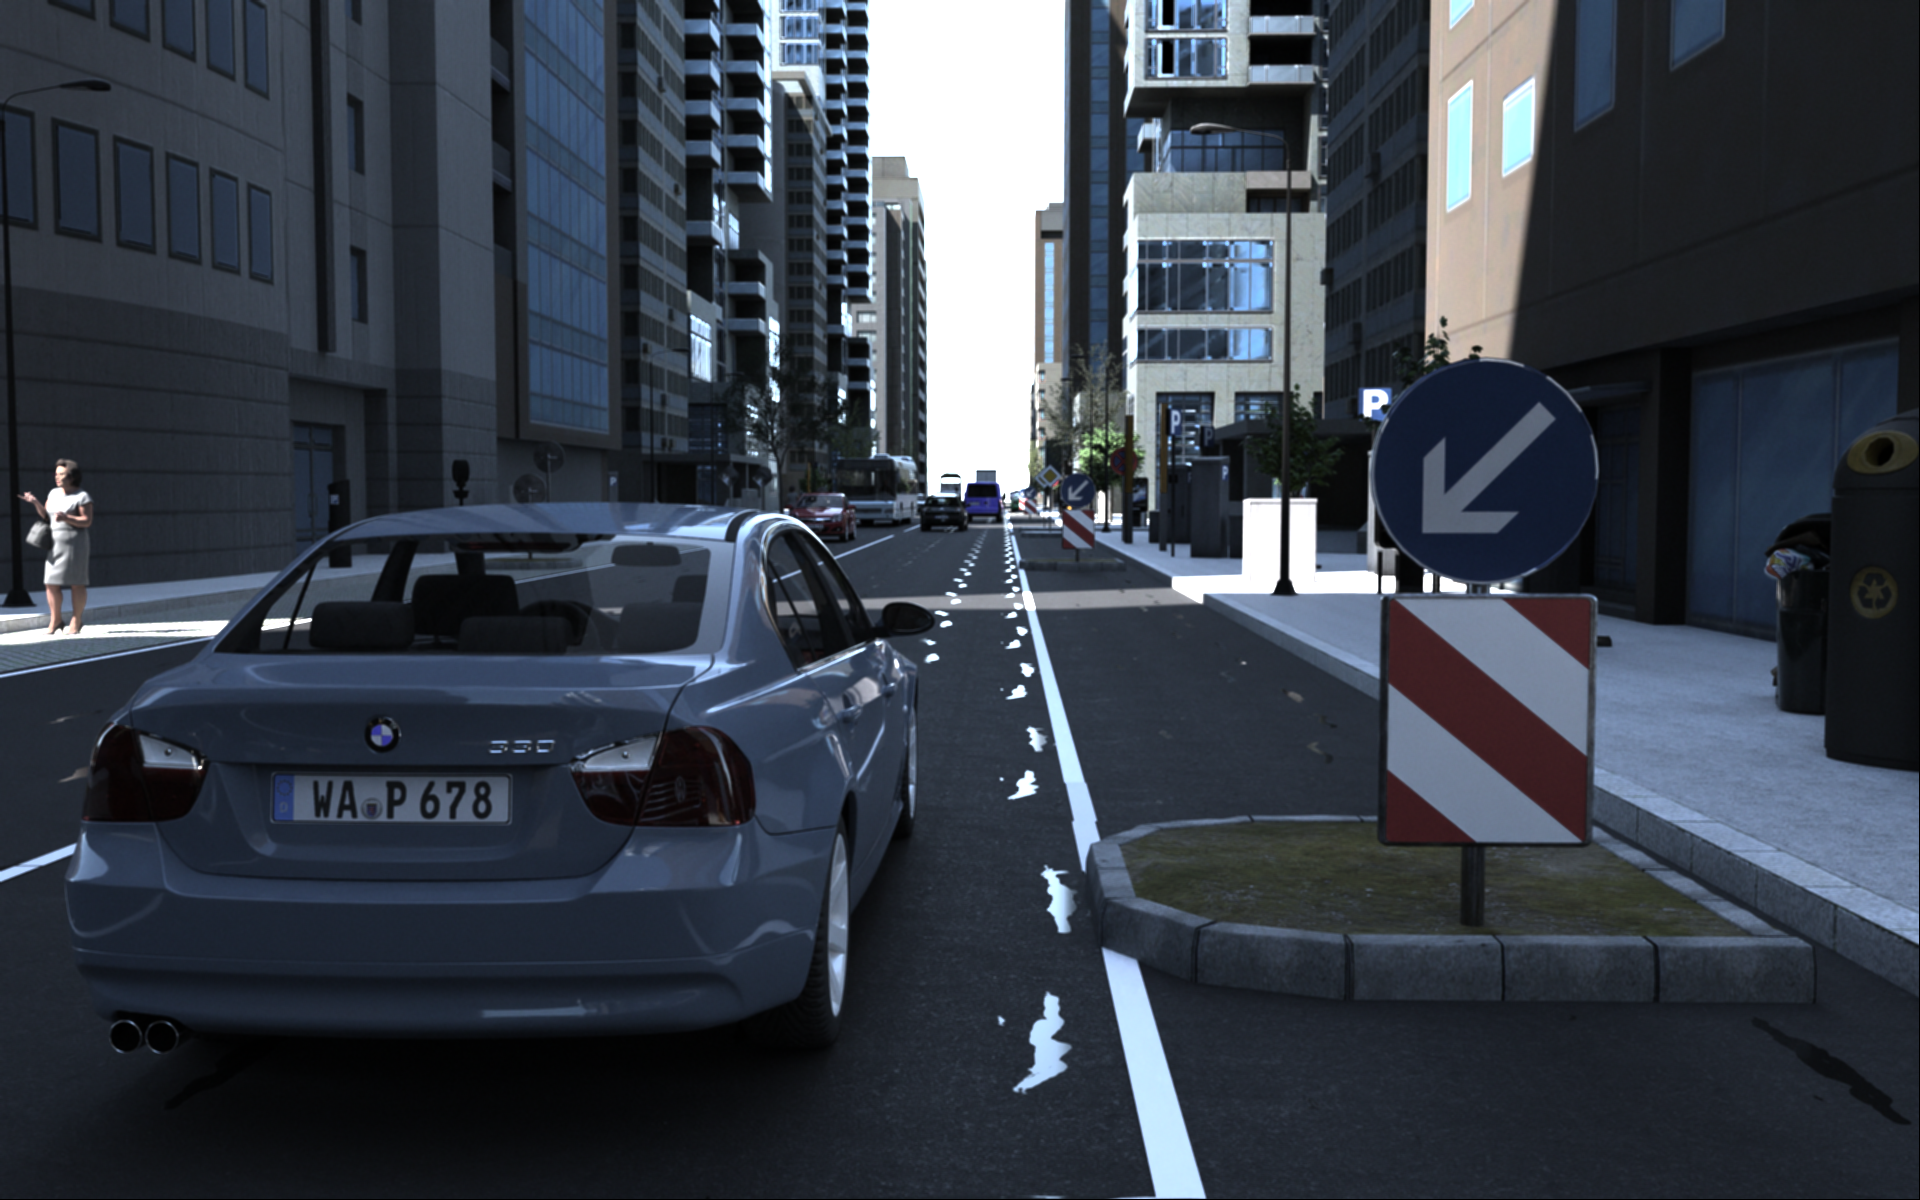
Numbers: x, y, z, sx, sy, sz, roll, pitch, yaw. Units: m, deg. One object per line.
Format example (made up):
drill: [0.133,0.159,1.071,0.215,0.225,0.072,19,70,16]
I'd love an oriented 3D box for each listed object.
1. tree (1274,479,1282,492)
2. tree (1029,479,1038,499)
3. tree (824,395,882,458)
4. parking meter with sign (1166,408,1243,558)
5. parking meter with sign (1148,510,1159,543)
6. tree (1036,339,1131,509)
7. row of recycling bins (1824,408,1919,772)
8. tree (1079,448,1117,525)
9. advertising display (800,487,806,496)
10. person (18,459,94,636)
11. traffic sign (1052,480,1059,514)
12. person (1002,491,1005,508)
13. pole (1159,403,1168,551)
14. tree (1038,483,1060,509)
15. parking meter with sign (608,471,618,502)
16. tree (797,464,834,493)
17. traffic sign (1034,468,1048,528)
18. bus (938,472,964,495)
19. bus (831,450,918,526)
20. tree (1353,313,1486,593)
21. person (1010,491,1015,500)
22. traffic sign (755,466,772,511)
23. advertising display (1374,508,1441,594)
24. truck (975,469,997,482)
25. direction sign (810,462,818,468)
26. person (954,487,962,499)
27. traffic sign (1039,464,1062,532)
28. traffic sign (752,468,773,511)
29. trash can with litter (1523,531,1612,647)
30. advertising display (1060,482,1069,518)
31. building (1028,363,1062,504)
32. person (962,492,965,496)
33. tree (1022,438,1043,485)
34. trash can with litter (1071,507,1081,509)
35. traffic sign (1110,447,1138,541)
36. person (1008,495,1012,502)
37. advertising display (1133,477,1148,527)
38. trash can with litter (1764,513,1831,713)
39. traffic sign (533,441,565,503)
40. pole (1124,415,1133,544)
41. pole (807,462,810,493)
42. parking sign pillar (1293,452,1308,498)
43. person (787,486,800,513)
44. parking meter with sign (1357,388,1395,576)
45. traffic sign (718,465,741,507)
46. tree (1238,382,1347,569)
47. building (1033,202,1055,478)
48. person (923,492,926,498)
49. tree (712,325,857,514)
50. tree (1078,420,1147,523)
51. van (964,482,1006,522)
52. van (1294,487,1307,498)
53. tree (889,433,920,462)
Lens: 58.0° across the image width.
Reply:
tree: [16.378,-6.148,84.232,4.285,4.588,4.351,0,3,0]
tree: [8.503,-12.067,191.894,1.663,3.219,1.824,0,3,0]
tree: [-8.190,-10.973,129.776,4.737,8.622,4.395,0,3,0]
parking meter with sign: [5.049,-2.367,34.969,1.738,3.016,0.543,2,4,34]
parking meter with sign: [5.705,-2.979,44.967,1.738,3.016,0.543,3,5,40]
tree: [6.015,-8.063,82.192,4.360,8.622,3.978,0,3,0]
row of recycling bins: [4.581,0.009,6.966,1.069,1.692,3.534,0,4,5]
tree: [5.842,-4.788,72.887,1.663,3.219,1.824,0,3,0]
advertising display: [-11.133,-7.339,125.214,0.974,1.923,0.123,2,4,24]
person: [-9.115,-0.524,17.426,0.716,1.782,0.532,1,4,14]
traffic sign: [6.078,-6.930,113.404,0.768,2.556,0.104,0,4,3]
person: [4.279,-10.001,172.699,0.721,1.739,1.217,2,4,27]
pole: [4.584,-2.764,39.036,0.158,3.312,0.155,0,3,0]
tree: [8.215,-9.835,155.397,1.663,3.219,1.824,0,3,0]
parking meter with sign: [-11.923,-3.807,58.503,1.738,3.016,0.543,3,5,43]
tree: [-9.125,-7.083,110.407,1.663,3.219,1.824,0,3,0]
traffic sign: [3.221,-3.825,66.177,0.795,2.450,0.064,0,4,1]
bus: [-1.053,-12.572,197.096,2.896,3.916,12.252,0,4,0]
bus: [-3.742,-5.211,80.064,2.948,3.499,13.247,0,4,3]
tree: [5.148,-1.469,18.618,1.663,3.219,1.824,0,3,0]
person: [4.550,-8.270,144.648,0.436,1.711,0.756,-3,5,-44]
traffic sign: [-8.964,-4.832,79.112,0.768,2.556,0.104,0,4,3]
advertising display: [5.805,-1.046,22.324,0.974,1.923,0.123,-1,4,-16]
truck: [3.072,-12.984,201.205,2.839,4.237,11.283,0,4,1]
direction sign: [-10.418,-8.013,123.004,0.876,3.537,0.379,3,4,39]
person: [-0.128,-5.318,95.626,0.511,1.800,0.466,0,4,6]
traffic sign: [3.027,-3.337,58.195,0.795,2.450,0.064,0,4,1]
traffic sign: [-7.569,-3.842,66.460,0.795,2.450,0.064,0,4,1]
trash can with litter: [4.602,-0.219,14.638,2.233,1.210,1.678,-1,4,-17]
advertising display: [5.654,-5.410,93.672,0.123,1.923,0.974,-1,4,-23]
building: [25.317,-26.986,286.263,27.650,21.520,28.899,0,4,1]
person: [0.770,-17.257,290.666,1.348,1.822,0.705,1,4,22]
tree: [9.858,-16.758,224.355,4.737,8.622,4.395,0,3,0]
trash can with litter: [5.806,-4.783,89.593,0.624,1.170,1.055,-3,4,-36]
traffic sign: [4.445,-2.871,47.053,0.768,2.556,0.104,0,4,4]
person: [8.108,-15.938,269.109,1.348,1.821,0.705,-1,4,-15]
advertising display: [6.837,-3.787,67.139,0.974,1.923,0.123,2,4,33]
trash can with litter: [5.091,0.059,10.428,0.624,1.170,1.055,1,4,15]
traffic sign: [-9.875,-2.538,41.609,0.768,2.556,0.104,0,4,5]
pole: [4.374,-3.121,44.870,0.158,3.312,0.155,0,3,0]
pole: [-9.760,-7.214,111.792,0.158,3.312,0.155,0,3,0]
parking sign pillar: [13.161,-4.727,65.764,1.447,3.967,1.447,-1,4,-19]
person: [-6.977,-3.951,73.460,0.716,1.782,0.532,0,4,5]
parking meter with sign: [6.776,-1.922,27.684,0.543,3.016,1.738,0,4,2]
traffic sign: [-7.764,-3.354,58.477,0.795,2.450,0.064,0,4,1]
tree: [5.877,-2.161,29.936,1.663,3.219,1.824,0,3,0]
building: [18.140,-37.559,264.195,14.600,45.320,14.200,0,4,1]
person: [-4.313,-11.830,202.713,0.721,1.735,1.217,-3,4,-36]
tree: [-9.695,-9.807,94.765,8.767,10.594,7.601,0,4,4]
tree: [6.702,-5.693,76.797,4.285,4.588,4.351,0,3,0]
van: [1.239,-5.213,89.624,2.240,2.365,5.245,0,4,3]
van: [14.147,-3.410,62.768,4.112,2.044,2.013,0,4,1]
tree: [-6.659,-15.389,201.971,4.360,8.622,3.978,0,3,0]
